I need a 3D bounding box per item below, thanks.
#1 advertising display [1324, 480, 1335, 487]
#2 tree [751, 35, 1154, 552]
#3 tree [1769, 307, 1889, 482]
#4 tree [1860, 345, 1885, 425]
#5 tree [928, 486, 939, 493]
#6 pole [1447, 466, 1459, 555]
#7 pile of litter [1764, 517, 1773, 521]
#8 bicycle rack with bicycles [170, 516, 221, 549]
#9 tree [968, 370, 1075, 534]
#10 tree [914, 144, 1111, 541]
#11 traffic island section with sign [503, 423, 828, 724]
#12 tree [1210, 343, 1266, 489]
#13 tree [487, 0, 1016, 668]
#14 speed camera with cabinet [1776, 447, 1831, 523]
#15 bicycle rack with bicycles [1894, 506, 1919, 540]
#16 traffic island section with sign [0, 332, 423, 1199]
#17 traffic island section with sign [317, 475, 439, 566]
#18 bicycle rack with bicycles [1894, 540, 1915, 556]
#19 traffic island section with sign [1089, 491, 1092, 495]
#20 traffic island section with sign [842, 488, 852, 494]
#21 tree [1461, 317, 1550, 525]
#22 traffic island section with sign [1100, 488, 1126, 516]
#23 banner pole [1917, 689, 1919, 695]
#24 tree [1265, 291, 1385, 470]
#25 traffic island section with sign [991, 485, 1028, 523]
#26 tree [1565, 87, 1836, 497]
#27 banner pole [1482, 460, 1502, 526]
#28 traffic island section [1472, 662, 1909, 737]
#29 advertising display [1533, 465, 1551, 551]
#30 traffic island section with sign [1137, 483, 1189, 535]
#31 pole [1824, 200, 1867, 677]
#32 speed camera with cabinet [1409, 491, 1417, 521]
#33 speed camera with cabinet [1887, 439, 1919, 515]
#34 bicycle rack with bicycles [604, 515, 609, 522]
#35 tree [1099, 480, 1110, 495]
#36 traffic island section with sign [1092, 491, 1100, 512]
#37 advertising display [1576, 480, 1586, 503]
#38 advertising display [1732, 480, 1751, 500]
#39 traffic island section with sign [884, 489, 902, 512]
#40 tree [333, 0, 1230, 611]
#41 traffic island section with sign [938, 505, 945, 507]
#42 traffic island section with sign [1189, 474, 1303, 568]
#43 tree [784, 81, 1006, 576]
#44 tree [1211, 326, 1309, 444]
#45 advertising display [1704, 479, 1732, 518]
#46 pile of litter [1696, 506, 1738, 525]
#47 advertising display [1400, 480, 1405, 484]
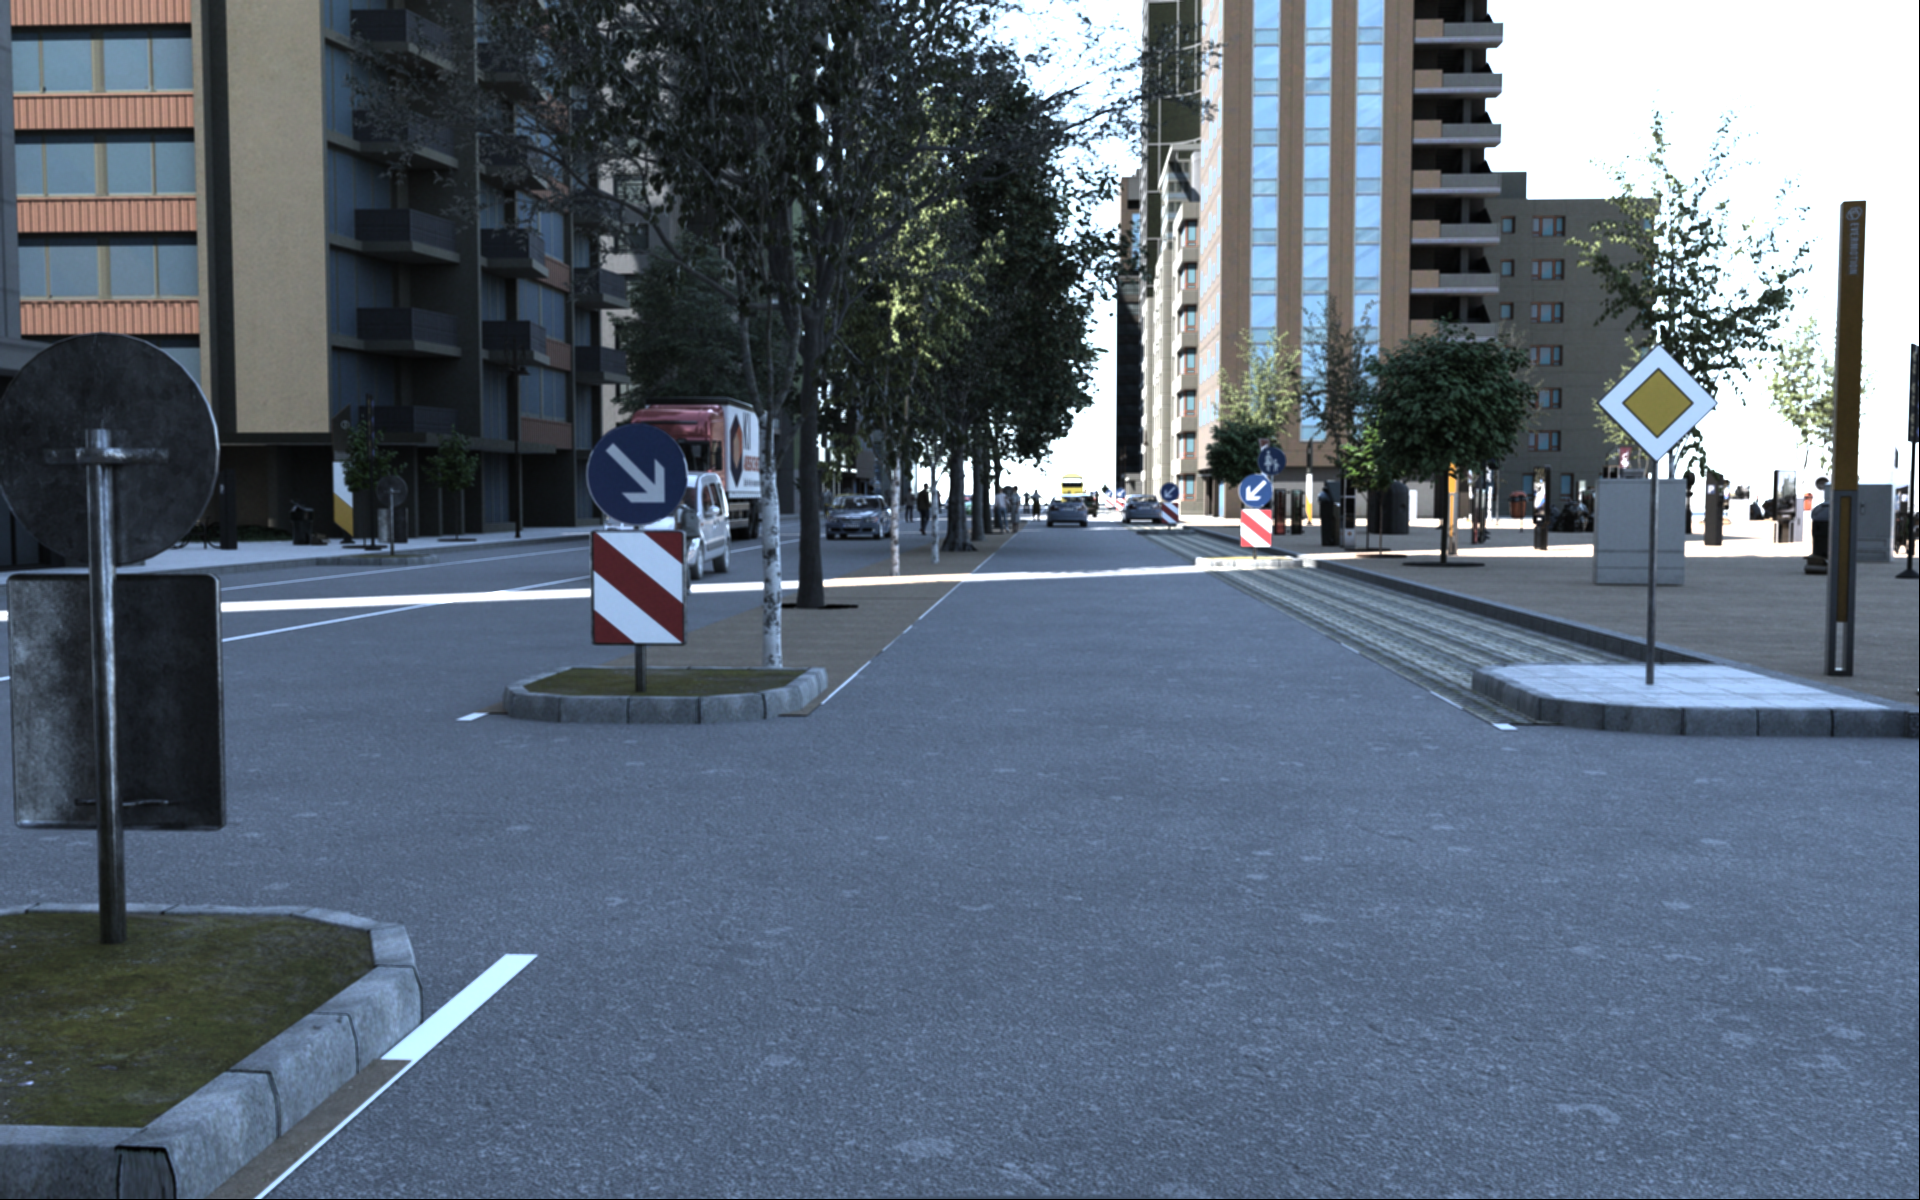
[{"bbox_3d":[17.050,-4.565,79.849,0.123,1.923,0.974,3,4,37],"label":"advertising display"},{"bbox_3d":[-0.066,-7.546,42.841,9.611,12.733,9.660,0,3,0],"label":"tree"},{"bbox_3d":[34.060,-7.161,67.451,4.360,8.622,3.978,0,3,0],"label":"tree"},{"bbox_3d":[28.684,-6.621,58.618,4.737,8.622,4.395,0,3,0],"label":"tree"},{"bbox_3d":[-3.318,-14.044,224.228,1.663,3.219,1.824,0,3,0],"label":"tree"},{"bbox_3d":[10.391,-2.606,36.452,0.158,3.312,0.155,0,3,0],"label":"pole"},{"bbox_3d":[38.609,-4.124,81.388,1.176,0.858,1.719,-1,4,-9],"label":"pile of litter"},{"bbox_3d":[-18.862,-1.632,40.066,2.925,0.926,2.852,1,4,12],"label":"bicycle rack with bicycles"},{"bbox_3d":[1.500,-8.785,71.845,9.928,11.665,9.643,0,3,0],"label":"tree"},{"bbox_3d":[0.626,-8.044,52.105,7.486,12.596,7.792,0,3,0],"label":"tree"},{"bbox_3d":[-2.027,-0.221,11.756,2.006,1.907,1.989,0,4,3],"label":"traffic island section with sign"},{"bbox_3d":[14.168,-8.032,81.686,4.360,8.622,3.978,0,3,0],"label":"tree"},{"bbox_3d":[-1.492,-3.698,13.281,4.360,8.622,3.978,0,3,0],"label":"tree"},{"bbox_3d":[35.743,-4.831,73.324,2.038,3.252,0.660,2,4,27],"label":"speed camera with cabinet"},{"bbox_3d":[29.228,-2.373,52.183,2.852,0.926,2.925,1,4,8],"label":"bicycle rack with bicycles"},{"bbox_3d":[-2.472,0.231,4.362,2.006,1.907,1.989,0,4,3],"label":"traffic island section with sign"},{"bbox_3d":[-11.841,-1.647,35.551,1.989,1.847,2.006,0,4,3],"label":"traffic island section with sign"},{"bbox_3d":[19.768,-1.456,37.183,2.852,0.926,2.925,3,4,36],"label":"bicycle rack with bicycles"},{"bbox_3d":[15.039,-11.291,193.242,1.989,1.847,2.006,0,4,3],"label":"traffic island section with sign"},{"bbox_3d":[-7.312,-6.358,112.584,1.989,1.847,2.006,0,4,3],"label":"traffic island section with sign"},{"bbox_3d":[22.493,-7.497,72.937,4.360,8.622,3.978,0,3,0],"label":"tree"},{"bbox_3d":[10.227,-6.298,111.606,1.989,1.847,2.006,0,4,3],"label":"traffic island section with sign"},{"bbox_3d":[6.495,-1.285,11.021,0.863,3.779,0.401,-2,4,-35],"label":"banner pole"},{"bbox_3d":[13.680,-6.824,61.936,4.360,8.622,3.978,0,3,0],"label":"tree"},{"bbox_3d":[2.377,-4.809,86.766,2.006,1.907,1.989,0,4,3],"label":"traffic island section with sign"},{"bbox_3d":[13.473,-4.993,32.004,4.737,8.622,4.395,0,3,0],"label":"tree"},{"bbox_3d":[21.369,-4.866,69.572,0.863,3.779,0.401,0,4,4],"label":"banner pole"},{"bbox_3d":[4.677,0.647,11.702,2.009,0.180,2.903,0,4,3],"label":"traffic island section"},{"bbox_3d":[13.235,-2.092,39.421,0.123,1.923,0.974,0,4,3],"label":"advertising display"},{"bbox_3d":[7.284,-3.229,61.419,1.989,1.847,2.006,0,4,3],"label":"traffic island section with sign"},{"bbox_3d":[6.221,-1.121,12.164,0.158,3.312,0.155,0,3,0],"label":"pole"},{"bbox_3d":[20.841,-5.394,82.529,0.660,3.252,2.038,-2,4,-32],"label":"speed camera with cabinet"},{"bbox_3d":[33.801,-4.131,61.875,0.660,3.252,2.038,1,4,8],"label":"speed camera with cabinet"},{"bbox_3d":[-15.333,-4.045,79.512,2.852,0.926,2.925,1,4,18],"label":"bicycle rack with bicycles"},{"bbox_3d":[20.341,-15.143,242.191,1.663,3.219,1.824,0,3,0],"label":"tree"},{"bbox_3d":[11.812,-7.944,138.514,1.989,1.847,2.006,0,4,3],"label":"traffic island section with sign"},{"bbox_3d":[29.540,-4.721,82.403,0.123,1.923,0.974,3,5,39],"label":"advertising display"},{"bbox_3d":[36.888,-4.696,81.990,0.974,1.923,0.123,0,4,4],"label":"advertising display"},{"bbox_3d":[-5.738,-8.008,139.553,1.989,1.847,2.006,0,4,3],"label":"traffic island section with sign"},{"bbox_3d":[-1.896,-6.643,21.439,12.009,13.543,11.850,0,3,0],"label":"tree"},{"bbox_3d":[-2.492,-11.364,194.428,1.989,1.847,2.006,0,4,3],"label":"traffic island section with sign"},{"bbox_3d":[5.692,-1.580,34.466,1.989,1.847,2.006,0,4,3],"label":"traffic island section with sign"},{"bbox_3d":[-1.159,-4.722,30.016,4.737,8.622,4.395,0,3,0],"label":"tree"},{"bbox_3d":[13.127,-7.627,75.062,4.737,8.622,4.395,0,3,0],"label":"tree"},{"bbox_3d":[32.594,-4.242,74.578,0.974,1.923,0.123,2,4,31],"label":"advertising display"},{"bbox_3d":[31.599,-3.556,72.098,1.719,0.858,1.176,3,5,40],"label":"pile of litter"},{"bbox_3d":[20.236,-4.527,79.225,0.123,1.923,0.974,0,4,6],"label":"advertising display"}]
